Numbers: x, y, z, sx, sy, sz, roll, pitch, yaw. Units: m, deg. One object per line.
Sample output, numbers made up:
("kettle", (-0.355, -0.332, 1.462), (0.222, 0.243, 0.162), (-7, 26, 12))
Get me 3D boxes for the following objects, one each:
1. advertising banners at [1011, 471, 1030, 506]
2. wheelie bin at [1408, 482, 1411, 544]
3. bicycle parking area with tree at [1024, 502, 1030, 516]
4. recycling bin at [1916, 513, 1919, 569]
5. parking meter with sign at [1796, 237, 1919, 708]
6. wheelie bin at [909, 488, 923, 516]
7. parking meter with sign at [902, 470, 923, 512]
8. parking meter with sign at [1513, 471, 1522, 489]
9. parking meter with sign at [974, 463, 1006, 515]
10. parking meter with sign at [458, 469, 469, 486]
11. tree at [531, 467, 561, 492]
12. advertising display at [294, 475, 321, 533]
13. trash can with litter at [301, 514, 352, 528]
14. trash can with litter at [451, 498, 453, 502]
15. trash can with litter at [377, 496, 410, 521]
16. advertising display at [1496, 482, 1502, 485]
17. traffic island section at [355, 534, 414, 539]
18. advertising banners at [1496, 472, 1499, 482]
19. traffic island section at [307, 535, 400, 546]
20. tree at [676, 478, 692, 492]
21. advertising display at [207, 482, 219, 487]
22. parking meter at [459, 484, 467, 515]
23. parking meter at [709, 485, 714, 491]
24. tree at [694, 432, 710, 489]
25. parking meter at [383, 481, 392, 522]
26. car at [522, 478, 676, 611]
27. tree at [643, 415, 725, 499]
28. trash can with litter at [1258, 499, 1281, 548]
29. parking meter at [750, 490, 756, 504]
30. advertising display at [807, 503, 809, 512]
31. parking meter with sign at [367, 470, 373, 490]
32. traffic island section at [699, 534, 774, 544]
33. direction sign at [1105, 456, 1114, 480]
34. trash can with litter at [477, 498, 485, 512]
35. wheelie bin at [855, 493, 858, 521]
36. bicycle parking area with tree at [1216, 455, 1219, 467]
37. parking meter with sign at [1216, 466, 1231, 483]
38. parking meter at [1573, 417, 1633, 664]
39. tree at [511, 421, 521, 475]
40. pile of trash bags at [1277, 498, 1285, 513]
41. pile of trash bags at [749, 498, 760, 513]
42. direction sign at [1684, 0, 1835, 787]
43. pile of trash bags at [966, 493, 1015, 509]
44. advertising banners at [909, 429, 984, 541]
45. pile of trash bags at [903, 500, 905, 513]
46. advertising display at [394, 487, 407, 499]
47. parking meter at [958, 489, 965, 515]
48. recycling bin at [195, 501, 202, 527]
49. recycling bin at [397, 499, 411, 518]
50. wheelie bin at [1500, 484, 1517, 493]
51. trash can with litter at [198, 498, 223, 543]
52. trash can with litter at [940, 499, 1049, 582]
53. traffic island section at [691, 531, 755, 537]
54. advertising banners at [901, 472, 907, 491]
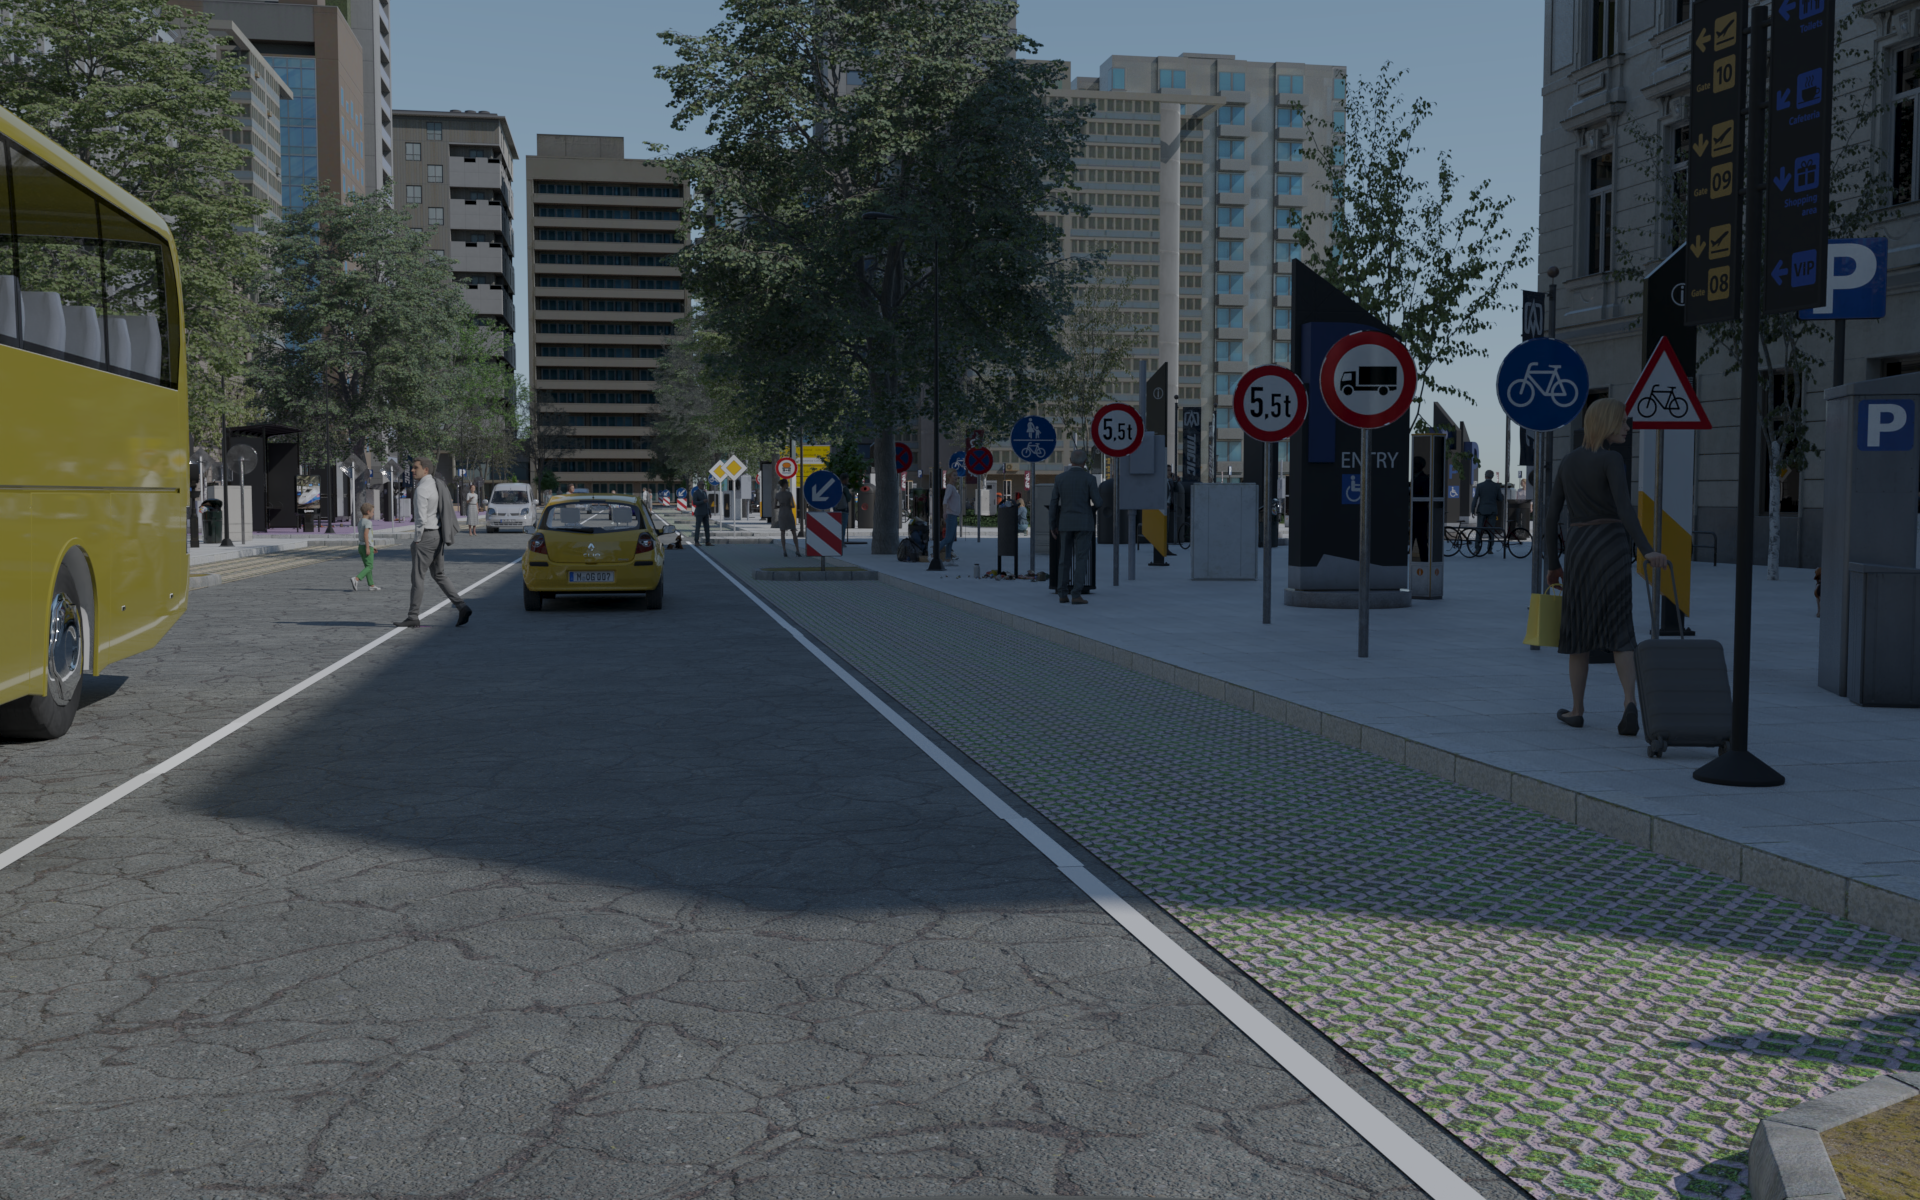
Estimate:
("advertising banners", (4.299, -8.087, 128.412), (2.074, 3.025, 0.090), (-1, 4, -17))
("wheelie bin", (11.374, -2.190, 43.708), (0.980, 1.594, 0.693), (0, 4, 4))
("bicycle parking area with tree", (5.833, -5.490, 76.769), (8.231, 4.147, 9.016), (0, 4, 8))
("recycling bin", (12.431, -0.596, 22.292), (0.722, 1.027, 0.722), (-1, 4, -17))
("parking meter with sign", (5.821, -0.908, 11.114), (0.543, 3.016, 1.738), (1, 4, 14))
("wheelie bin", (-2.213, -4.960, 89.002), (0.980, 1.594, 0.693), (2, 4, 30))
("parking meter with sign", (-3.539, -7.841, 124.465), (1.738, 3.016, 0.543), (-2, 4, -34))
("parking meter with sign", (41.067, -8.150, 129.514), (1.738, 3.016, 0.543), (0, 4, -6))
("parking meter with sign", (1.678, -6.192, 97.497), (1.738, 3.016, 0.543), (0, 4, -8))
("parking meter with sign", (-34.281, -7.557, 119.824), (0.543, 3.016, 1.738), (-2, 4, -25))
("tree", (-48.726, -13.461, 203.798), (4.285, 4.588, 4.351), (0, 3, 0))
("advertising display", (-21.832, -3.227, 57.981), (0.123, 1.923, 0.974), (2, 4, 31))
("trash can with litter", (-24.385, -3.390, 66.483), (2.233, 1.210, 1.678), (-3, 5, -39))
("trash can with litter", (-34.502, -6.392, 115.898), (1.055, 1.170, 0.624), (-1, 4, -21))
("trash can with litter", (-27.049, -4.393, 82.877), (1.678, 1.210, 2.233), (-2, 4, -31))
("advertising display", (29.497, -5.545, 95.873), (0.974, 1.923, 0.123), (1, 4, 14))
("traffic island section", (-18.628, -2.109, 56.771), (2.009, 0.180, 2.903), (-1, 4, -11))
("advertising banners", (42.921, -8.629, 137.276), (0.090, 3.025, 2.074), (3, 5, 43))
("traffic island section", (-17.140, -1.630, 48.925), (2.009, 0.180, 2.903), (-1, 4, -11))
("tree", (-29.716, -11.757, 186.834), (1.663, 3.219, 1.824), (0, 3, 0))
("advertising display", (-41.706, -5.597, 96.727), (0.974, 1.923, 0.123), (2, 4, 34))
("parking meter", (-30.016, -6.047, 104.572), (0.399, 1.863, 0.255), (-2, 4, -35))
("parking meter", (-16.309, -6.630, 114.110), (0.399, 1.863, 0.255), (-3, 4, -36))
("tree", (-22.703, -12.351, 152.293), (4.360, 8.622, 3.978), (0, 3, 0))
("parking meter", (-26.516, -4.561, 80.291), (0.399, 1.863, 0.255), (3, 4, 37))
("car", (-4.757, -0.767, 22.770), (2.015, 1.641, 3.980), (-1, 4, -9))
("tree", (-32.081, -17.377, 201.129), (9.611, 12.733, 9.660), (0, 3, 0))
("trash can with litter", (7.161, -1.846, 41.573), (1.055, 1.170, 0.624), (2, 4, 28))
("parking meter", (-14.632, -6.972, 122.399), (0.372, 1.533, 0.369), (0, 3, 0))
("advertising display", (-7.473, -5.014, 87.184), (0.974, 1.923, 0.123), (-1, 4, -10))
("parking meter with sign", (-42.037, -7.710, 122.314), (0.543, 3.016, 1.738), (0, 4, 4))
("traffic island section", (-6.585, -1.751, 50.915), (2.009, 0.180, 2.903), (-1, 4, -11))
("direction sign", (9.063, -6.816, 103.442), (0.876, 3.537, 0.379), (-1, 4, -21))
("trash can with litter", (-34.576, -6.886, 123.967), (0.624, 1.170, 1.055), (2, 4, 29))
("wheelie bin", (-5.057, -4.655, 84.022), (0.693, 1.594, 0.980), (-2, 4, -24))
("bicycle parking area with tree", (16.600, -8.465, 125.410), (8.231, 4.147, 9.016), (-2, 4, -23))
("parking meter with sign", (16.108, -6.881, 108.763), (1.738, 3.016, 0.543), (1, 4, 23))
("parking meter", (4.863, -0.456, 13.172), (0.399, 1.863, 0.255), (-1, 4, -14))
("tree", (-39.097, -12.041, 147.225), (4.360, 8.622, 3.978), (0, 3, 0))
("pile of trash bags", (21.644, -6.246, 111.873), (3.447, 1.369, 1.912), (1, 4, 22))
("pile of trash bags", (-12.840, -6.687, 119.088), (1.912, 1.369, 3.447), (2, 4, 35))
("direction sign", (3.488, -0.957, 7.652), (0.379, 3.537, 0.876), (-1, 4, -14))
("pile of trash bags", (1.854, -6.533, 116.559), (3.447, 1.369, 1.912), (-1, 4, -21))
("advertising banners", (-0.352, -3.099, 46.860), (2.074, 3.025, 0.090), (1, 4, 13))
("pile of trash bags", (-4.976, -7.409, 130.885), (3.447, 1.369, 1.912), (1, 4, 12))
("advertising display", (-34.163, -6.129, 105.425), (0.974, 1.923, 0.123), (-1, 4, -14))
("parking meter", (0.090, -4.868, 87.995), (0.372, 1.533, 0.369), (0, 3, 0))
("recycling bin", (-28.494, -3.224, 65.274), (0.722, 1.027, 0.722), (-3, 5, -42))
("recycling bin", (-30.583, -5.054, 95.194), (0.722, 1.027, 0.722), (-1, 4, -15))
("wheelie bin", (17.417, -2.897, 55.270), (0.980, 1.594, 0.693), (-3, 5, -41))
("trash can with litter", (-19.516, -2.056, 45.003), (0.624, 1.170, 1.055), (-2, 4, -32))
("trash can with litter", (0.823, -0.914, 25.997), (1.678, 1.210, 2.233), (-2, 4, -29))
("traffic island section", (-8.073, -2.231, 58.760), (2.009, 0.180, 2.903), (-1, 4, -11))
("advertising banners", (-5.007, -8.442, 134.220), (2.074, 3.025, 0.090), (-2, 4, -30))
